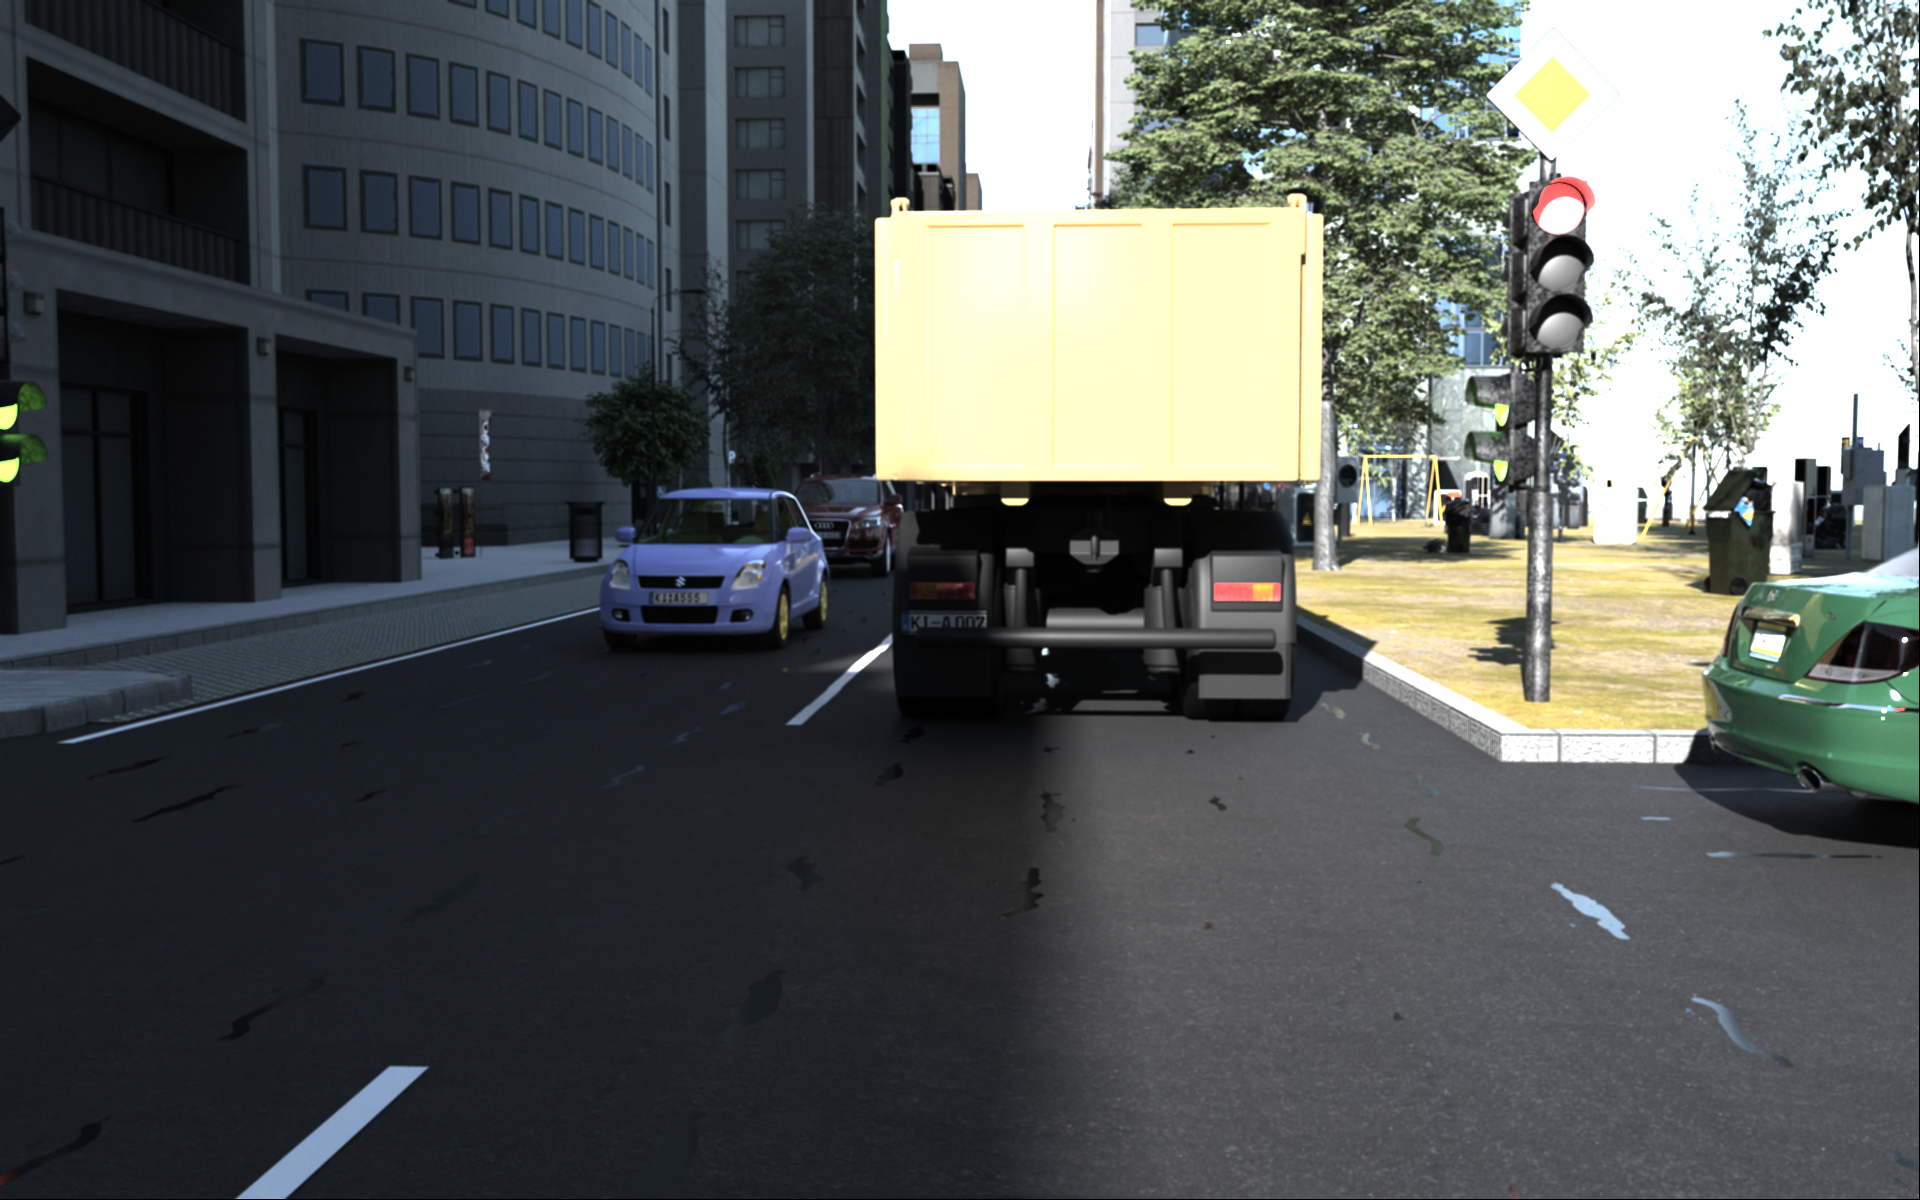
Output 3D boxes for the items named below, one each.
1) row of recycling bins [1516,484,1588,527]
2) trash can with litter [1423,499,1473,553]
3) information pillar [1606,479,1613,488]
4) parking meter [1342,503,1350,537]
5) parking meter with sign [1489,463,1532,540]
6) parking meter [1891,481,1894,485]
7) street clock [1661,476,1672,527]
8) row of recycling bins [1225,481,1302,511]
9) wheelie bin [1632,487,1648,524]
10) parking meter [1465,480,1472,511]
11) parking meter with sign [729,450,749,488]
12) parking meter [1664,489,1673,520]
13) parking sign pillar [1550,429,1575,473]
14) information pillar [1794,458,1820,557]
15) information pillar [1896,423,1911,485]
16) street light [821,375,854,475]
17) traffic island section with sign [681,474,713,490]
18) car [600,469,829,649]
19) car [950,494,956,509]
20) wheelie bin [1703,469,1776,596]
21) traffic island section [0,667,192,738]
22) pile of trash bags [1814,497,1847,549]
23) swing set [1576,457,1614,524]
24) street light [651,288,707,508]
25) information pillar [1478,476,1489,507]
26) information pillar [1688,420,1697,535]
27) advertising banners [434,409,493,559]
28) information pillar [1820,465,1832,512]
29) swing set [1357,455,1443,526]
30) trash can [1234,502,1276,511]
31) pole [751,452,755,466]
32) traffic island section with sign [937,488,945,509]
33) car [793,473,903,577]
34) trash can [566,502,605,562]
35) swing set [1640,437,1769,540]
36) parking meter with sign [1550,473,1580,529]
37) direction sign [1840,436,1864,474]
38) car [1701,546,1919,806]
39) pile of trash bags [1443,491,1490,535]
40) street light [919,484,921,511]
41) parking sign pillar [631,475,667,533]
[{"bbox_3d":[23.327,-3.751,68.440,3.534,1.692,1.069,-1,4,-21],"label":"row of recycling bins"},{"bbox_3d":[10.687,-1.625,37.957,1.055,1.170,0.624,2,4,35],"label":"trash can with litter"},{"bbox_3d":[31.488,-4.865,84.027,0.304,2.012,0.304,1,4,20],"label":"information pillar"},{"bbox_3d":[11.615,-2.846,52.239,0.255,1.863,0.399,1,4,23],"label":"parking meter"},{"bbox_3d":[15.480,-3.235,49.160,0.543,3.016,1.738,3,5,44],"label":"parking meter with sign"},{"bbox_3d":[37.978,-3.948,70.269,0.255,1.863,0.399,-1,4,-11],"label":"parking meter"},{"bbox_3d":[27.874,-3.902,68.361,0.471,2.002,0.358,-3,4,-38],"label":"street clock"},{"bbox_3d":[7.968,-2.351,45.558,1.069,1.692,3.534,2,4,35],"label":"row of recycling bins"},{"bbox_3d":[29.450,-4.127,75.385,0.980,1.594,0.693,-1,4,-22],"label":"wheelie bin"},{"bbox_3d":[20.862,-3.997,71.060,0.255,1.863,0.399,1,4,12],"label":"parking meter"},{"bbox_3d":[-8.396,-4.419,68.517,1.738,3.016,0.543,2,4,31],"label":"parking meter with sign"},{"bbox_3d":[34.614,-4.661,84.620,0.372,1.533,0.369,0,3,0],"label":"parking meter"},{"bbox_3d":[24.377,-5.022,70.580,1.447,3.967,1.447,-2,4,-27],"label":"parking sign pillar"},{"bbox_3d":[17.182,-1.881,35.241,0.304,2.012,0.304,-2,4,-25],"label":"information pillar"},{"bbox_3d":[31.089,-4.021,57.090,0.183,3.616,0.504,-1,4,-12],"label":"information pillar"},{"bbox_3d":[-4.828,-5.805,67.450,1.470,5.913,1.316,0,4,3],"label":"street light"},{"bbox_3d":[-5.196,-1.550,33.963,1.989,1.847,2.006,0,4,3],"label":"traffic island section with sign"},{"bbox_3d":[-2.365,-0.467,17.219,1.945,1.707,3.694,0,4,4],"label":"car"},{"bbox_3d":[-0.136,-6.936,123.627,2.015,1.641,3.980,0,4,3],"label":"car"},{"bbox_3d":[9.960,-0.870,22.139,0.693,1.594,0.980,0,4,-7],"label":"wheelie bin"},{"bbox_3d":[-6.426,0.673,11.285,2.009,0.180,2.903,0,4,3],"label":"traffic island section"},{"bbox_3d":[19.840,-1.892,40.687,1.912,1.369,3.447,2,4,31],"label":"pile of trash bags"},{"bbox_3d":[26.720,-4.731,74.971,3.119,2.851,2.862,3,5,45],"label":"swing set"},{"bbox_3d":[-6.407,-4.081,39.258,1.470,5.913,1.316,0,4,3],"label":"street light"},{"bbox_3d":[21.507,-4.081,71.218,0.304,2.012,0.304,-1,4,-21],"label":"information pillar"},{"bbox_3d":[23.261,-3.890,54.954,0.183,3.616,0.504,1,4,16],"label":"information pillar"},{"bbox_3d":[-9.998,-2.376,35.036,0.090,3.025,2.074,1,4,17],"label":"advertising banners"},{"bbox_3d":[22.202,-2.451,44.562,0.304,2.012,0.304,3,5,40],"label":"information pillar"},{"bbox_3d":[17.821,-4.470,70.700,3.119,2.851,2.862,0,4,3],"label":"swing set"},{"bbox_3d":[5.331,-1.203,31.316,0.748,1.137,0.748,0,3,0],"label":"trash can"},{"bbox_3d":[-10.087,-5.536,84.351,0.158,3.312,0.155,0,3,0],"label":"pole"},{"bbox_3d":[-1.124,-6.153,109.232,1.989,1.847,2.006,0,4,3],"label":"traffic island section with sign"},{"bbox_3d":[-2.137,-1.410,31.727,2.281,1.827,5.304,0,4,3],"label":"car"},{"bbox_3d":[-7.073,-1.289,32.728,0.748,1.137,0.748,0,3,0],"label":"trash can"},{"bbox_3d":[20.994,-3.108,48.438,2.862,2.851,3.119,3,5,44],"label":"swing set"},{"bbox_3d":[21.832,-4.119,63.614,1.738,3.016,0.543,0,4,7],"label":"parking meter with sign"},{"bbox_3d":[35.063,-4.656,68.130,0.379,3.537,0.876,-3,4,-38],"label":"direction sign"},{"bbox_3d":[5.727,0.284,7.149,4.920,1.459,2.131,0,4,4],"label":"car"},{"bbox_3d":[16.470,-2.815,55.774,1.912,1.369,3.447,-1,4,-9],"label":"pile of trash bags"},{"bbox_3d":[-2.138,-8.756,115.697,1.470,5.913,1.316,0,4,3],"label":"street light"},{"bbox_3d":[-8.738,-3.681,48.658,1.447,3.967,1.447,-3,5,-40],"label":"parking sign pillar"}]
